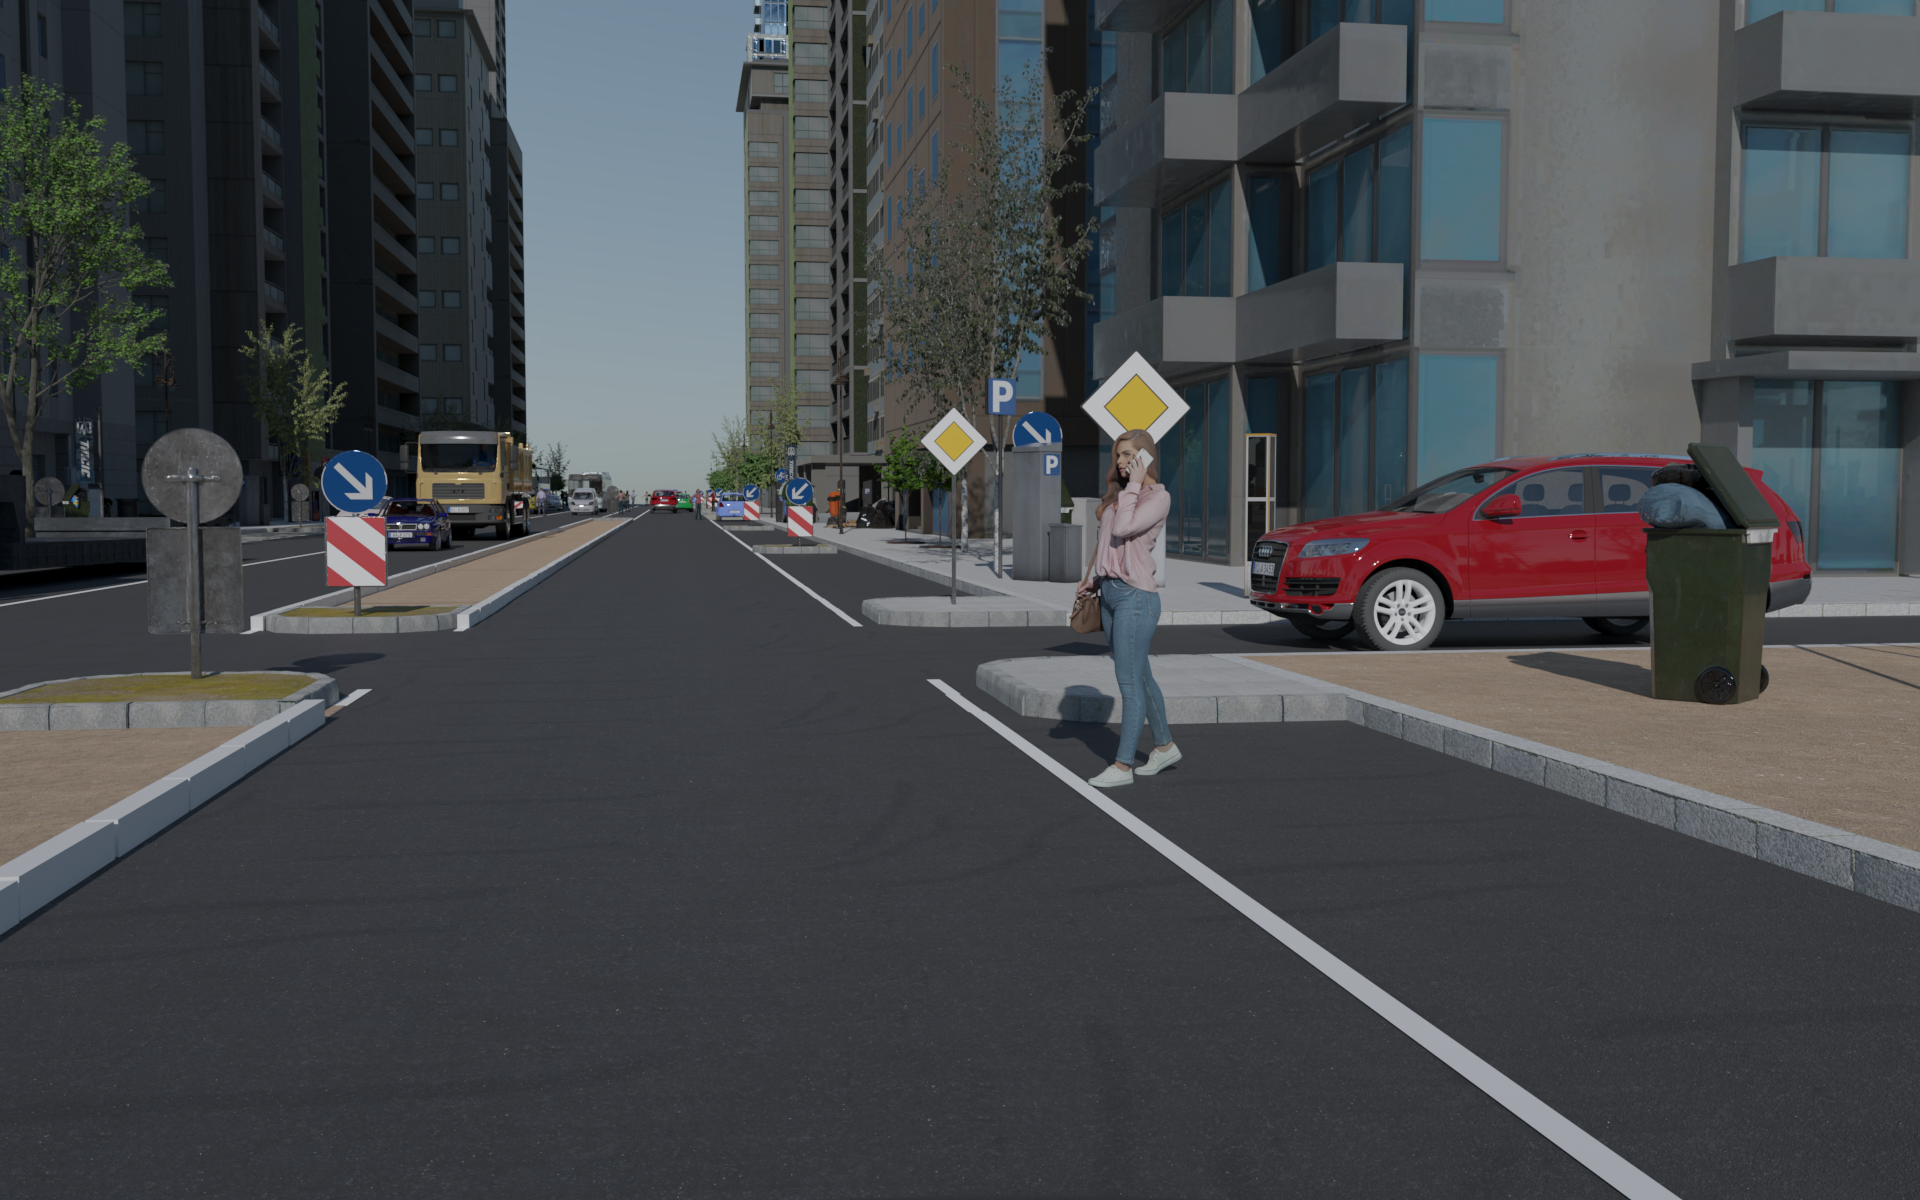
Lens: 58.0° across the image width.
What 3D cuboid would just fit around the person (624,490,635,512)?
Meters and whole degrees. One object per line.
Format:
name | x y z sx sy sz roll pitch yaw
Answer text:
person | -26.883 -8.012 140.213 1.217 1.735 0.721 1 4 15

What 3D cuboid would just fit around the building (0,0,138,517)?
building | -40.584 -31.146 51.239 21.231 58.520 28.212 -1 4 -9

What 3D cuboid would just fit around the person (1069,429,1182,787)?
person | 0.889 0.028 8.628 0.643 1.750 0.593 -1 4 -22

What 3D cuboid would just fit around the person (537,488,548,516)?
person | -27.190 -6.384 112.747 0.709 1.838 0.599 0 4 3

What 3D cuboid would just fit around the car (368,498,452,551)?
car | -14.113 -1.952 44.491 1.945 1.354 3.894 -1 4 -10

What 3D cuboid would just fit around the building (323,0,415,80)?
building | -50.346 -30.388 120.540 21.300 48.544 21.600 -1 4 -9

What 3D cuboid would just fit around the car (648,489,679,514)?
car | -22.013 -7.336 128.621 2.281 1.827 5.304 -1 4 -11

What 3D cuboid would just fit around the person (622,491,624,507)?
person | -37.041 -11.116 190.797 0.434 1.755 0.990 0 4 -5

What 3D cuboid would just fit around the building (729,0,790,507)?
building | -20.212 -56.541 237.122 22.319 86.520 31.000 -1 4 -9

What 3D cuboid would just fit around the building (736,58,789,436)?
building | -12.078 -37.961 209.903 28.713 52.752 27.495 -1 4 -9

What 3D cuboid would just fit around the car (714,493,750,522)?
car | -12.056 -5.025 91.745 1.945 1.707 3.694 -1 4 -10

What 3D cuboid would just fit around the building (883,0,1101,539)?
building | 5.210 -24.814 55.815 14.600 45.320 14.200 -1 4 -9

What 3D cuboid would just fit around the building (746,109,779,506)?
building | -16.148 -30.878 188.447 14.154 41.232 14.086 -1 4 -9

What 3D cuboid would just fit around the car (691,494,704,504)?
car | -36.506 -14.139 240.757 1.945 1.707 3.694 0 4 -8

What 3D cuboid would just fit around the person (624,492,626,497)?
person | -45.938 -13.932 237.213 0.530 1.710 0.541 0 4 -2

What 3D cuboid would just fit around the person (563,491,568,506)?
person | -46.660 -12.036 205.367 0.705 1.814 1.350 2 4 34

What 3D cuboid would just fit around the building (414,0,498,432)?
building | -65.307 -36.533 186.546 28.713 52.752 27.495 -1 4 -9

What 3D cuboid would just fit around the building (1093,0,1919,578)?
building | 17.775 -25.464 35.941 30.456 49.044 23.786 -1 4 -9

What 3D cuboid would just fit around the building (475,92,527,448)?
building | -64.984 -35.955 211.558 21.300 48.544 21.600 -1 4 -9

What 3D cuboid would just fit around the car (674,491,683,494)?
car | -32.308 -11.511 196.874 2.281 1.827 5.304 0 4 -8

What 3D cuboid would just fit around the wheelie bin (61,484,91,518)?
wheelie bin | -26.556 -2.701 52.077 0.693 1.594 0.980 -3 5 -44

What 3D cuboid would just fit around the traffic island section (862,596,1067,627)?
traffic island section | -0.052 0.132 20.127 2.009 0.180 2.903 -1 4 -9

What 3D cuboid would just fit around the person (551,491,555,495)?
person | -48.434 -12.069 205.928 0.705 1.812 1.348 3 4 37

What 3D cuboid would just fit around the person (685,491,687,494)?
person | -25.523 -9.321 161.426 1.217 1.766 0.721 1 4 21

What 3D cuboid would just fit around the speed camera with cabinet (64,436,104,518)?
speed camera with cabinet | -29.653 -3.931 58.605 2.038 3.252 0.660 3 5 44

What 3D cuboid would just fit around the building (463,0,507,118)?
building | -68.950 -48.521 231.565 20.563 71.187 20.611 -1 4 -9

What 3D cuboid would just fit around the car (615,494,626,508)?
car | -36.036 -10.575 182.685 2.009 1.686 4.222 0 4 -8

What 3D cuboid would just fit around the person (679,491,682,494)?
person | -28.784 -10.377 178.950 0.721 1.735 1.217 0 4 6

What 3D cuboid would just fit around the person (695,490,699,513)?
person | -20.240 -7.612 133.751 0.445 1.727 0.742 0 4 -7

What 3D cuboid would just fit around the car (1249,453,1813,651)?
car | 5.390 -0.483 16.576 5.304 1.827 2.281 -1 4 -10

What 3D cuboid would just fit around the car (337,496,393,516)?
car | -20.402 -2.913 59.996 2.083 1.381 4.827 -1 4 -11

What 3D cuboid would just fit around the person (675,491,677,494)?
person | -27.415 -9.661 167.011 0.990 1.755 0.434 1 4 10

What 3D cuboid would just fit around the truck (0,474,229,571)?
truck | -15.398 -2.289 27.192 2.967 4.110 18.799 0 4 -8

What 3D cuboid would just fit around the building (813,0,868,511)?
building | 0.324 -41.199 111.854 20.563 71.187 20.611 -1 4 -9

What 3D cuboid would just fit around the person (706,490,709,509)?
person | -24.615 -9.803 168.796 0.705 1.823 1.348 -1 4 -9

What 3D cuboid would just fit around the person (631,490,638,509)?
person | -31.795 -9.834 169.156 0.599 1.838 0.709 -2 4 -35

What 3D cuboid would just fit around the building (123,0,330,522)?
building | -38.808 -24.339 81.544 14.154 41.232 14.086 -1 4 -9

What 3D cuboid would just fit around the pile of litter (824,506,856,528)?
pile of litter | -4.437 -3.225 66.694 1.719 0.858 1.176 -1 4 -10

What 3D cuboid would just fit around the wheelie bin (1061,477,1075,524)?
wheelie bin | 1.347 -1.208 27.662 0.980 1.594 0.693 -3 5 -39

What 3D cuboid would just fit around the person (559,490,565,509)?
person | -38.108 -9.612 165.676 0.705 1.822 1.348 1 4 21

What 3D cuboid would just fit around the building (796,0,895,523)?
building | 8.295 -24.045 85.012 32.217 40.220 23.993 -1 4 -9

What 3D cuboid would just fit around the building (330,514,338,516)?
building | -45.697 -40.397 98.747 20.563 71.187 20.611 -1 4 -9

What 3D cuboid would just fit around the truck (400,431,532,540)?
truck | -15.553 -3.657 55.710 3.469 3.379 9.791 0 4 -8

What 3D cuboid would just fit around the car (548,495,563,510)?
car | -36.062 -8.581 152.661 2.083 1.381 4.827 -1 4 -10

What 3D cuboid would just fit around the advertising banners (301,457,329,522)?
advertising banners | -30.287 -5.206 81.303 0.090 3.025 2.074 1 4 19

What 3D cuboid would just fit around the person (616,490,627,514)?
person | -24.616 -7.110 125.464 0.721 1.736 1.217 3 5 42

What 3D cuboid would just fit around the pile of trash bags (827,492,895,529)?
pile of trash bags | -3.292 -3.335 64.273 3.447 1.369 1.912 -2 4 -26

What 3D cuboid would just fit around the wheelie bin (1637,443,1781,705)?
wheelie bin | 4.647 -0.177 10.810 0.693 1.594 0.980 3 5 42

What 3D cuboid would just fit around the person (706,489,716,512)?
person | -19.706 -7.945 138.335 1.348 1.831 0.705 2 4 33

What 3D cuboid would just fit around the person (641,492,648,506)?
person | -36.611 -11.813 202.356 1.217 1.736 0.721 -2 4 -25

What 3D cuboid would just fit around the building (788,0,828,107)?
building | -5.804 -27.261 129.310 14.154 41.232 14.086 -1 4 -9

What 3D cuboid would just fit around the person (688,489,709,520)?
person | -14.708 -5.392 97.377 1.217 1.743 0.721 -1 4 -9

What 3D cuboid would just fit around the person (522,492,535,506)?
person | -23.522 -5.193 94.198 0.721 1.735 1.217 1 4 19

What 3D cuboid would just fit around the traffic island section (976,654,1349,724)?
traffic island section | 1.247 0.614 12.248 2.009 0.180 2.903 -1 4 -9

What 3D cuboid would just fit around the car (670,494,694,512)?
car | -22.206 -7.907 138.079 1.959 1.807 4.718 -1 4 -11

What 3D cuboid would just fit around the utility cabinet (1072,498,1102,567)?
utility cabinet | 2.268 -1.206 30.875 0.306 1.237 1.020 1 4 20
